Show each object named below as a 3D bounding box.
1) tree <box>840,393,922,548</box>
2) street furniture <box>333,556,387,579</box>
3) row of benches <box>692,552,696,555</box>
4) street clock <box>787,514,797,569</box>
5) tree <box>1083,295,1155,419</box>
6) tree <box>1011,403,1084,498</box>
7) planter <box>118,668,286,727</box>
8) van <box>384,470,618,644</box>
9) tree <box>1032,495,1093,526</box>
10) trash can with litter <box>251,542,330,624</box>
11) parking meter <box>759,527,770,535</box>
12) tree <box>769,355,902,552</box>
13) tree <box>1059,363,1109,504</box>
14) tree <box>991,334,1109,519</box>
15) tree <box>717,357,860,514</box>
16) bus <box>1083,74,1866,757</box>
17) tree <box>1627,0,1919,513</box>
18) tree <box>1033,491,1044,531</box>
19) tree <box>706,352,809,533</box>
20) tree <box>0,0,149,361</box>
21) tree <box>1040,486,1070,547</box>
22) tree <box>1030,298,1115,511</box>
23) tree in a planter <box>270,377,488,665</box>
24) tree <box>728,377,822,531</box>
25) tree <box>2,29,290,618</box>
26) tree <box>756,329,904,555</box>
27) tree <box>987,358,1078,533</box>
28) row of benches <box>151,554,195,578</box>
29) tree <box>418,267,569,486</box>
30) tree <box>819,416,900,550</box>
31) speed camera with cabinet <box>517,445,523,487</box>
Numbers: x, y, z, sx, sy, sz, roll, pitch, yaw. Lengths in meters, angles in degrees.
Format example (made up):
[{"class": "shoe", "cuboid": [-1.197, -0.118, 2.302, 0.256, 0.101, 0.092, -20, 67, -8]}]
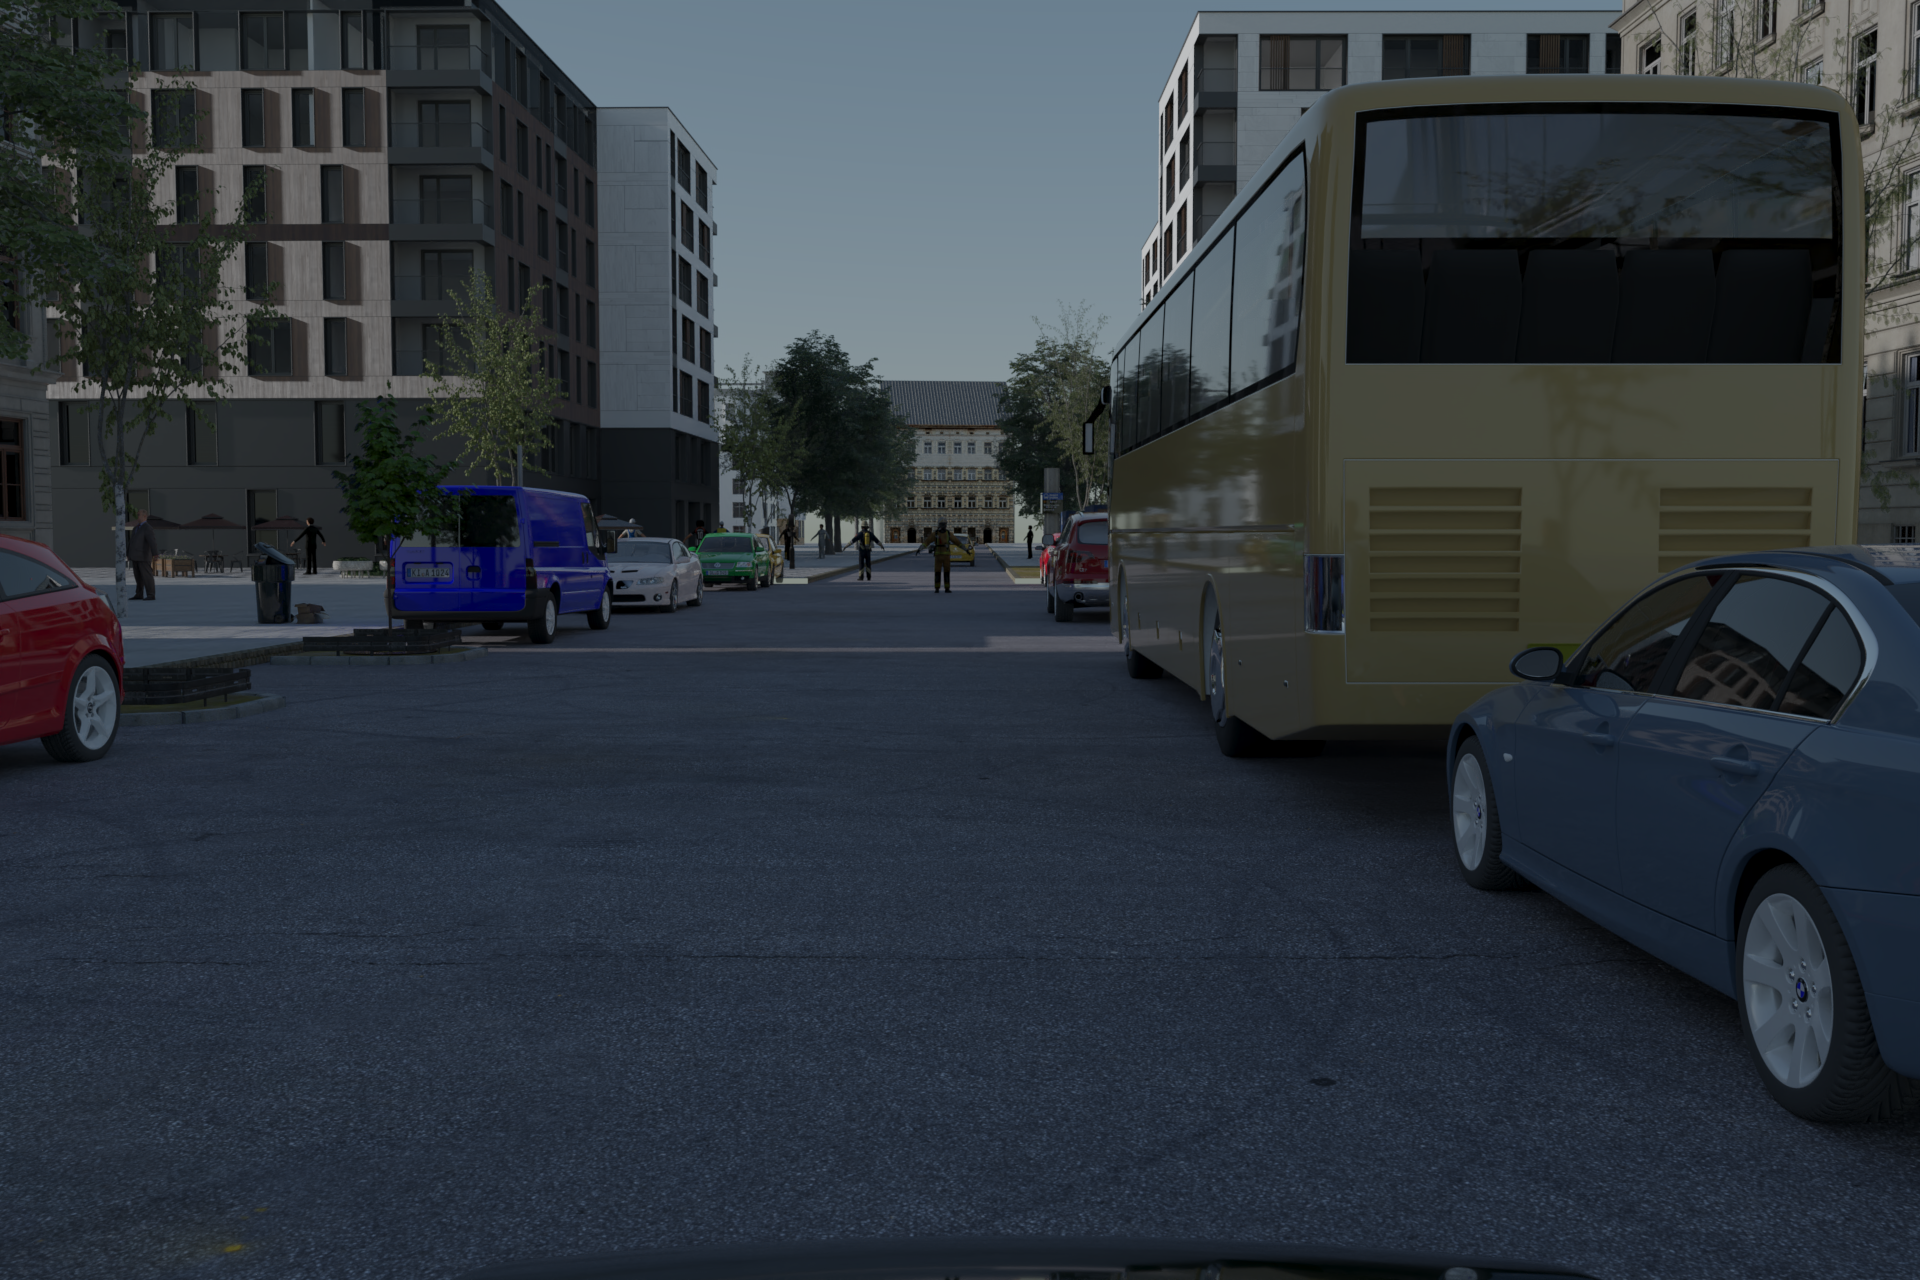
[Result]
[{"class": "tree", "cuboid": [-8.172, -15.289, 156.625, 9.857, 13.997, 8.962, 0, 3, 0]}, {"class": "street furniture", "cuboid": [-13.739, -2.230, 52.091, 10.072, 0.657, 5.734, 0, 4, -2]}, {"class": "row of benches", "cuboid": [-8.534, -2.808, 61.374, 4.104, 0.672, 1.422, -3, 5, -41]}, {"class": "street clock", "cuboid": [-6.178, -3.617, 63.705, 0.358, 2.002, 0.471, 0, 4, 1]}, {"class": "tree", "cuboid": [8.627, -7.817, 62.223, 8.767, 10.594, 7.601, 0, 4, 3]}, {"class": "tree", "cuboid": [7.067, -12.583, 131.488, 9.928, 11.665, 9.643, 0, 3, 0]}, {"class": "planter", "cuboid": [-6.588, 0.444, 13.880, 1.991, 0.319, 1.994, 0, 4, 1]}, {"class": "van", "cuboid": [-6.245, -1.215, 24.250, 2.240, 2.365, 5.245, 0, 4, 0]}, {"class": "tree", "cuboid": [14.137, -20.707, 245.206, 9.857, 13.997, 8.962, 0, 3, 0]}, {"class": "trash can with litter", "cuboid": [-9.621, -0.828, 24.919, 1.055, 1.170, 0.624, 0, 4, 0]}, {"class": "parking meter", "cuboid": [-6.606, -3.061, 58.452, 0.372, 1.533, 0.369, 0, 3, 0]}, {"class": "tree", "cuboid": [-8.496, -13.102, 120.876, 9.857, 13.997, 8.962, 0, 3, 0]}, {"class": "tree", "cuboid": [6.360, -7.663, 75.657, 4.737, 8.622, 4.395, 0, 3, 0]}, {"class": "tree", "cuboid": [6.548, -12.385, 109.149, 9.857, 13.997, 8.962, 0, 3, 0]}, {"class": "tree", "cuboid": [-9.156, -9.656, 92.286, 8.767, 10.594, 7.601, 1, 4, 10]}, {"class": "bus", "cuboid": [2.859, -1.370, 13.940, 2.896, 3.916, 12.252, 0, 3, 0]}, {"class": "tree", "cuboid": [9.508, -4.289, 20.489, 4.360, 8.622, 3.978, 0, 3, 0]}, {"class": "tree", "cuboid": [7.320, -11.592, 139.898, 4.737, 8.622, 4.395, 0, 3, 0]}, {"class": "tree", "cuboid": [-8.469, -7.398, 71.320, 4.737, 8.622, 4.395, 0, 3, 0]}, {"class": "tree", "cuboid": [-12.333, -6.069, 17.363, 7.486, 12.596, 7.792, 0, 3, 0]}, {"class": "tree", "cuboid": [7.142, -12.369, 152.601, 4.360, 8.622, 3.978, 0, 3, 0]}, {"class": "tree", "cuboid": [3.846, -6.366, 54.452, 4.360, 8.622, 3.978, 0, 3, 0]}, {"class": "tree in a planter", "cuboid": [-6.565, -1.384, 19.857, 1.991, 3.239, 1.994, 0, 4, 1]}, {"class": "tree", "cuboid": [-9.321, -8.023, 81.537, 4.360, 8.622, 3.978, 0, 3, 0]}, {"class": "tree", "cuboid": [-12.683, -4.655, 26.464, 4.737, 8.622, 4.395, 0, 3, 0]}, {"class": "tree", "cuboid": [-8.096, -12.263, 107.162, 9.857, 13.997, 8.962, 0, 3, 0]}, {"class": "tree", "cuboid": [6.975, -12.858, 120.591, 12.009, 13.543, 11.850, 0, 3, 0]}, {"class": "row of benches", "cuboid": [-23.977, -2.265, 52.503, 1.422, 0.672, 4.104, -2, 4, -35]}, {"class": "tree", "cuboid": [-12.602, -5.943, 47.534, 4.737, 8.622, 4.395, 0, 3, 0]}, {"class": "tree", "cuboid": [-8.450, -13.477, 138.482, 7.486, 12.596, 7.792, 0, 3, 0]}, {"class": "speed camera with cabinet", "cuboid": [-10.013, -2.757, 39.421, 0.660, 3.252, 2.038, 0, 4, 0]}]
